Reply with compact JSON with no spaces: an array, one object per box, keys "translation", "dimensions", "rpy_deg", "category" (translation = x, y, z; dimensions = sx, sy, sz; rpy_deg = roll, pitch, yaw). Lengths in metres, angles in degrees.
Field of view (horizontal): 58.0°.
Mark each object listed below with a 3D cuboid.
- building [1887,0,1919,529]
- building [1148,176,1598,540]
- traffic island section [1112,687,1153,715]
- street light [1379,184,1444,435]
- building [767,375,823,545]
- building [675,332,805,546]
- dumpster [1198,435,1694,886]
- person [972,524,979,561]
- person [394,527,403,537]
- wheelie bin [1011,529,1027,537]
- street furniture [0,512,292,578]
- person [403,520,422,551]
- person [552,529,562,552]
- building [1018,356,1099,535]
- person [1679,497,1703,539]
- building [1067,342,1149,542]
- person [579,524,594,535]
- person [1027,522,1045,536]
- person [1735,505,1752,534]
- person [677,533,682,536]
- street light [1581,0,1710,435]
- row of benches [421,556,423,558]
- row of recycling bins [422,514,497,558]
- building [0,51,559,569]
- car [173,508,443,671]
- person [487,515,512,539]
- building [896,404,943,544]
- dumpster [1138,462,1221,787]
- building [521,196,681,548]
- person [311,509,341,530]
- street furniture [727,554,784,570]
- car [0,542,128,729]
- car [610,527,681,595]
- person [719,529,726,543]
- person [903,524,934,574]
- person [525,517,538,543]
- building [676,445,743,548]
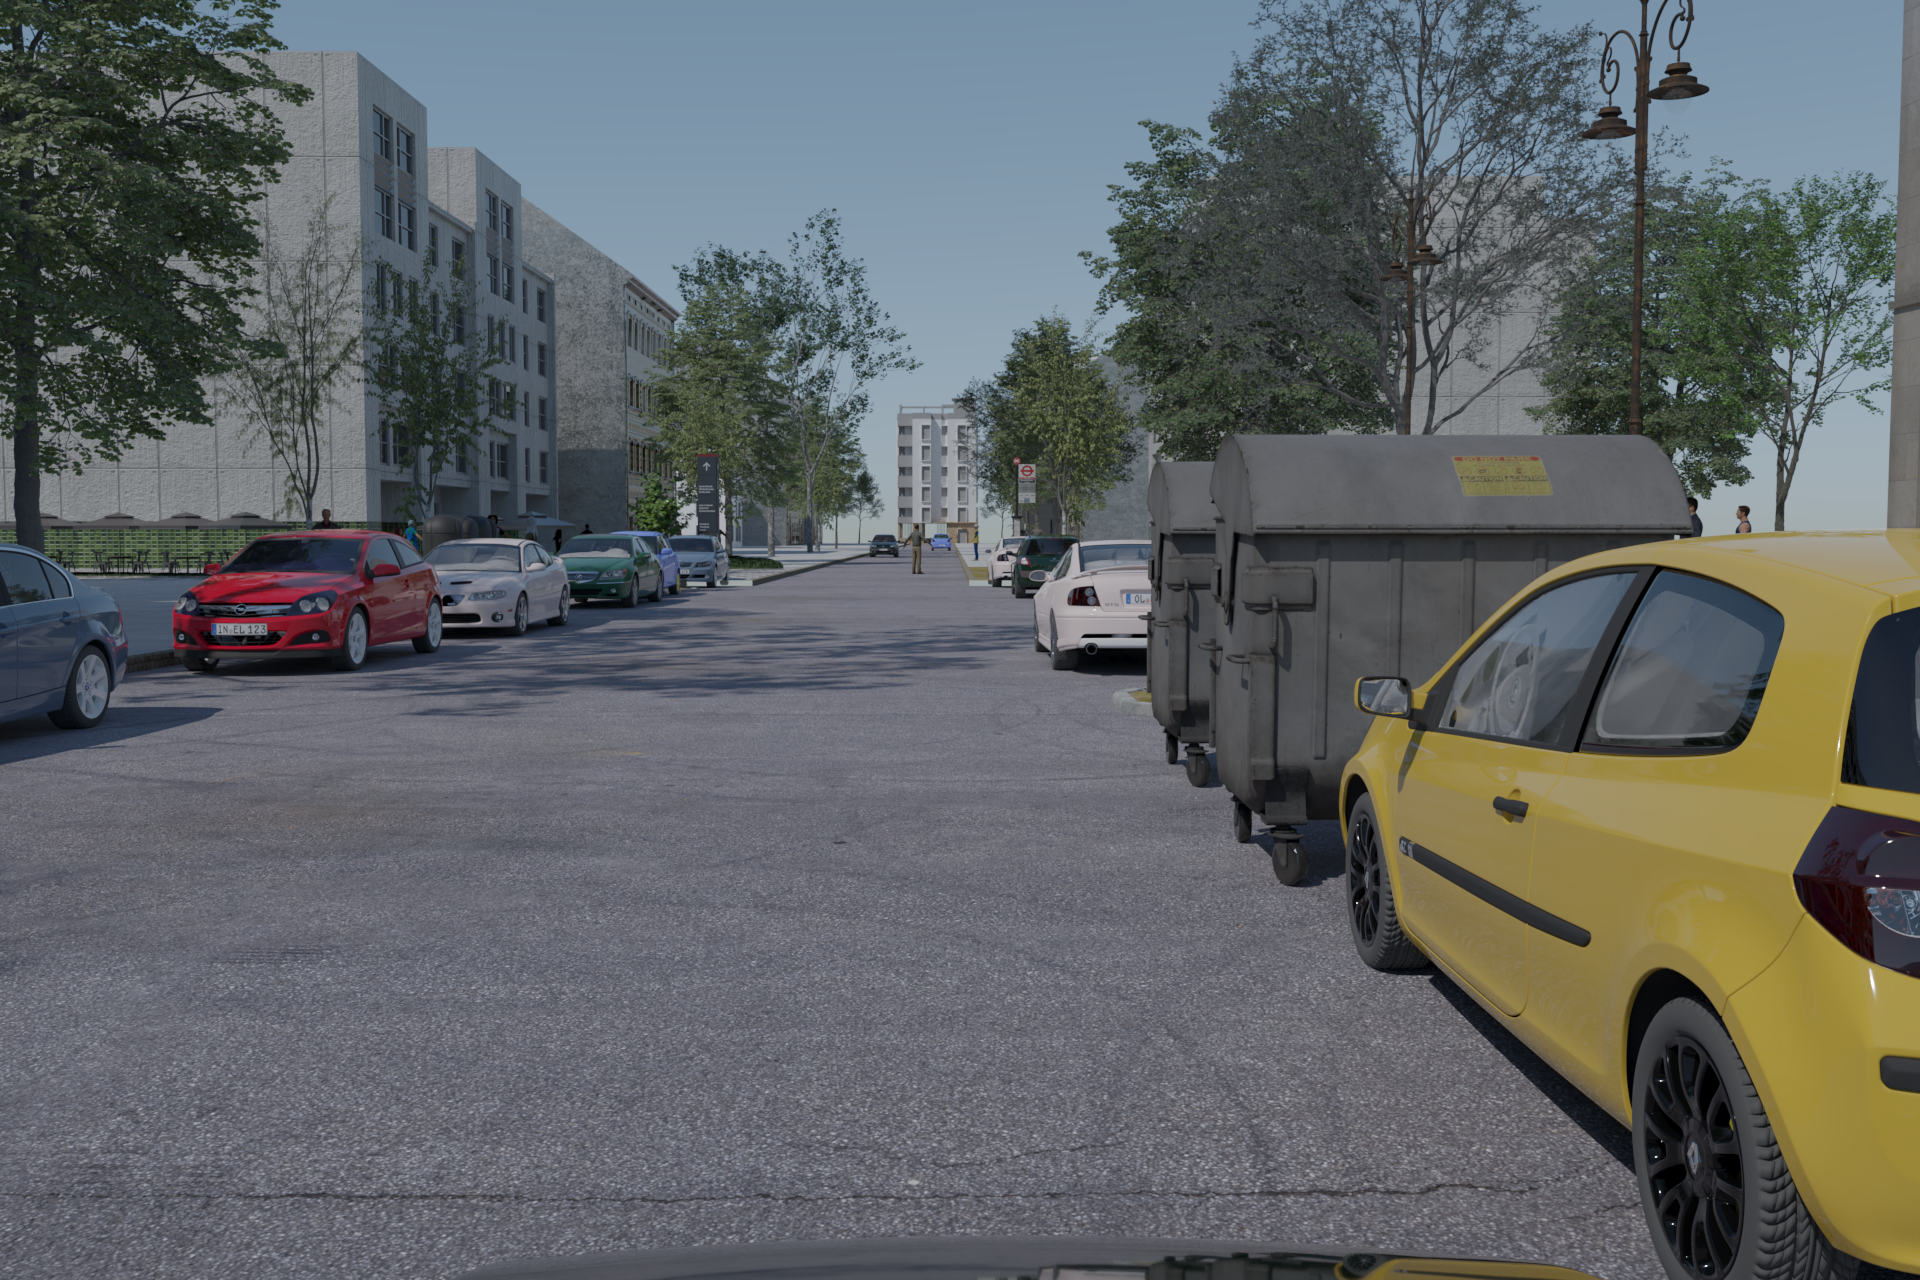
[{"translation":[27.432,-12.943,13.783],"dimensions":[24.374,26.755,37.873],"rpy_deg":[0,4,-1],"category":"building"},{"translation":[20.412,-13.934,94.278],"dimensions":[16.747,18.905,31.486],"rpy_deg":[0,3,0],"category":"building"},{"translation":[2.296,0.517,14.417],"dimensions":[1.991,0.108,1.994],"rpy_deg":[0,4,0],"category":"traffic island section"},{"translation":[6.051,-3.094,23.379],"dimensions":[0.468,5.910,1.993],"rpy_deg":[0,4,-1],"category":"street light"},{"translation":[-27.328,-23.722,218.775],"dimensions":[19.493,23.208,18.063],"rpy_deg":[0,4,-1],"category":"building"},{"translation":[-27.852,-22.302,195.563],"dimensions":[19.493,23.208,18.063],"rpy_deg":[0,4,0],"category":"building"},{"translation":[2.032,0.042,7.529],"dimensions":[1.865,1.857,1.264],"rpy_deg":[0,4,-1],"category":"dumpster"},{"translation":[0.697,-4.702,83.343],"dimensions":[0.721,1.772,1.216],"rpy_deg":[0,4,5],"category":"person"},{"translation":[-12.131,-1.740,37.660],"dimensions":[0.599,1.438,0.989],"rpy_deg":[1,4,13],"category":"person"},{"translation":[2.275,-3.630,67.266],"dimensions":[0.693,1.594,0.980],"rpy_deg":[0,4,0],"category":"wheelie bin"},{"translation":[-35.121,-2.935,53.013],"dimensions":[27.439,1.986,14.083],"rpy_deg":[1,4,22],"category":"street furniture"},{"translation":[-20.560,-3.606,65.080],"dimensions":[1.347,1.817,0.704],"rpy_deg":[3,4,37],"category":"person"},{"translation":[-18.678,-4.539,80.401],"dimensions":[0.705,1.806,1.347],"rpy_deg":[-2,4,-27],"category":"person"},{"translation":[20.929,-22.666,214.567],"dimensions":[27.936,21.610,32.646],"rpy_deg":[0,4,0],"category":"building"},{"translation":[10.602,-1.174,25.239],"dimensions":[0.704,1.823,1.345],"rpy_deg":[1,4,13],"category":"person"},{"translation":[20.610,-20.809,171.147],"dimensions":[19.493,23.208,18.063],"rpy_deg":[0,4,0],"category":"building"},{"translation":[-17.016,-4.414,78.896],"dimensions":[1.216,1.740,0.721],"rpy_deg":[-2,4,-31],"category":"person"},{"translation":[3.545,-4.464,79.121],"dimensions":[1.348,1.813,0.705],"rpy_deg":[1,4,18],"category":"person"},{"translation":[14.392,-1.576,31.928],"dimensions":[0.704,1.807,1.345],"rpy_deg":[2,4,30],"category":"person"},{"translation":[-8.515,-2.629,52.245],"dimensions":[0.991,1.433,0.599],"rpy_deg":[1,4,21],"category":"person"},{"translation":[5.735,-2.562,14.677],"dimensions":[0.468,5.910,1.993],"rpy_deg":[0,4,-1],"category":"street light"},{"translation":[-16.295,-2.248,52.210],"dimensions":[4.104,0.672,1.422],"rpy_deg":[-1,4,-16],"category":"row of benches"},{"translation":[-10.864,-1.883,37.892],"dimensions":[1.069,1.692,3.534],"rpy_deg":[0,4,0],"category":"row of recycling bins"},{"translation":[-30.481,-13.031,79.516],"dimensions":[16.747,18.905,31.486],"rpy_deg":[0,4,0],"category":"building"},{"translation":[-7.210,-0.637,19.456],"dimensions":[2.155,1.783,4.494],"rpy_deg":[0,4,0],"category":"car"},{"translation":[-13.143,-2.607,48.770],"dimensions":[1.345,1.843,0.704],"rpy_deg":[-2,4,-24],"category":"person"},{"translation":[-8.674,-23.568,244.217],"dimensions":[11.380,20.090,16.016],"rpy_deg":[0,4,1],"category":"building"},{"translation":[2.039,-0.126,10.277],"dimensions":[1.865,1.857,1.264],"rpy_deg":[0,4,-1],"category":"dumpster"},{"translation":[-28.825,-17.074,110.095],"dimensions":[19.493,23.208,18.063],"rpy_deg":[0,4,0],"category":"building"},{"translation":[-13.192,-1.830,36.098],"dimensions":[1.348,1.807,0.705],"rpy_deg":[-1,4,-19],"category":"person"},{"translation":[-9.991,-3.096,66.246],"dimensions":[5.734,0.657,10.072],"rpy_deg":[-1,4,-11],"category":"street furniture"},{"translation":[-7.247,0.030,11.507],"dimensions":[2.014,1.417,4.499],"rpy_deg":[0,4,-1],"category":"car"},{"translation":[-7.488,-1.841,39.687],"dimensions":[1.945,1.707,3.694],"rpy_deg":[0,4,0],"category":"car"},{"translation":[-11.112,-4.471,79.238],"dimensions":[1.346,1.812,0.704],"rpy_deg":[0,4,7],"category":"person"},{"translation":[-1.528,-3.262,62.059],"dimensions":[1.348,1.796,0.705],"rpy_deg":[2,4,35],"category":"person"},{"translation":[-11.191,-2.333,44.914],"dimensions":[0.721,1.736,1.217],"rpy_deg":[0,4,-2],"category":"person"},{"translation":[-25.788,-13.918,169.707],"dimensions":[9.099,9.664,28.070],"rpy_deg":[0,4,-1],"category":"building"}]
